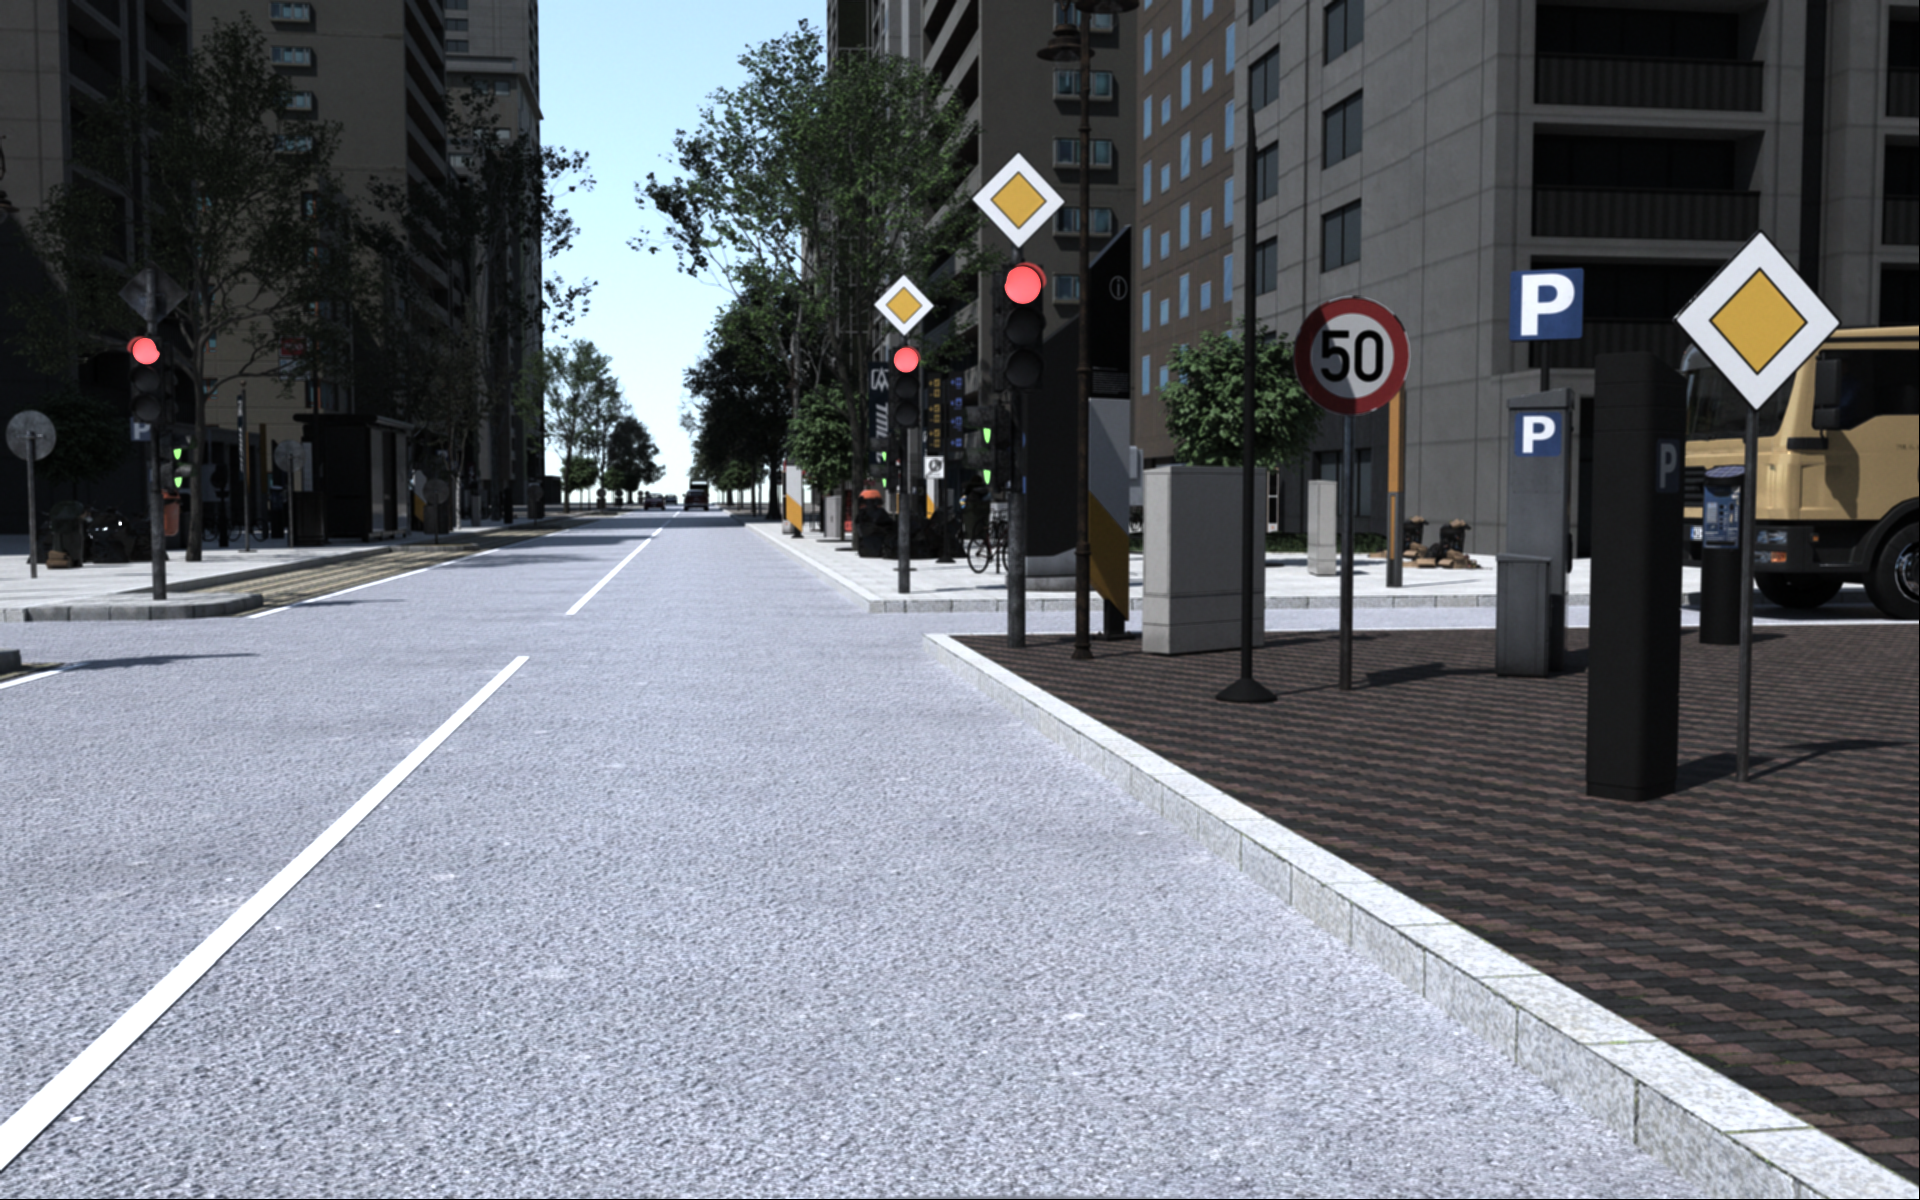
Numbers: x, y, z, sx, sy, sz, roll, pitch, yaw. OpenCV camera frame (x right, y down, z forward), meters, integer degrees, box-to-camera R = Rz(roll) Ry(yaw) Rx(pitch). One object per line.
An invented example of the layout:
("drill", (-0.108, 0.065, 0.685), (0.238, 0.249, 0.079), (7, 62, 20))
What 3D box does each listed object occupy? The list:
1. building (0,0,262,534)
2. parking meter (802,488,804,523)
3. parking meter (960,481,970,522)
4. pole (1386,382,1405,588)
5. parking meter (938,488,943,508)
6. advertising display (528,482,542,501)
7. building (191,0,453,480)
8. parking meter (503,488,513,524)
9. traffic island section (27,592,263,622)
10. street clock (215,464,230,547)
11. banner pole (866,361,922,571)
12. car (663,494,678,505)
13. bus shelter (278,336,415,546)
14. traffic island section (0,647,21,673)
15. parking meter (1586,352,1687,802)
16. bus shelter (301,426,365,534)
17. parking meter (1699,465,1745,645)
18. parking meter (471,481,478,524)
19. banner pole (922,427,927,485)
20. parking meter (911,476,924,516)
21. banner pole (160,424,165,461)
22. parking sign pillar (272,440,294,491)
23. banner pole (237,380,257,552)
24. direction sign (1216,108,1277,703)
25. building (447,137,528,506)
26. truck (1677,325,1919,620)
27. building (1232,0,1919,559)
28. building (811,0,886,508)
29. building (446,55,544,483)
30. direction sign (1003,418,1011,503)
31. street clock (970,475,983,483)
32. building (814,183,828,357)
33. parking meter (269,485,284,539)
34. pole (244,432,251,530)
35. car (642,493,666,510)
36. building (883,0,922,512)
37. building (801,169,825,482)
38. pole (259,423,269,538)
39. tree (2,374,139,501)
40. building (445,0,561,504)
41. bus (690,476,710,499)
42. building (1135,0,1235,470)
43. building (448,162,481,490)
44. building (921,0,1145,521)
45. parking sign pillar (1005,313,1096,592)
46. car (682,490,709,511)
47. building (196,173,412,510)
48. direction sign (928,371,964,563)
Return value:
("building", (-37.739, -38.159, 62.155), (20.563, 71.187, 20.611), (-1, 4, -9))
("parking meter", (-6.780, -3.962, 73.192), (0.372, 1.533, 0.369), (0, 3, 0))
("parking meter", (0.232, -4.238, 75.008), (0.399, 1.863, 0.255), (1, 4, 10))
("pole", (5.978, -1.829, 23.739), (0.158, 3.312, 0.155), (0, 3, 0))
("parking meter", (-0.890, -3.977, 73.443), (0.372, 1.533, 0.369), (0, 3, 0))
("advertising display", (-23.302, -5.490, 94.971), (0.974, 1.923, 0.123), (2, 4, 34))
("building", (-50.928, -30.974, 130.135), (21.300, 48.544, 21.600), (-1, 4, -9))
("parking meter", (-19.550, -4.068, 74.921), (0.372, 1.533, 0.369), (0, 3, 0))
("traffic island section", (-9.739, 0.076, 21.040), (2.009, 0.180, 2.903), (-1, 4, -9))
("street clock", (-17.843, -2.284, 41.916), (0.358, 2.002, 0.471), (-1, 4, -15))
("banner pole", (-1.145, -2.378, 28.902), (0.863, 3.779, 0.401), (-1, 4, -18))
("car", (-38.626, -13.407, 231.199), (2.014, 1.417, 4.499), (-1, 4, -9))
("bus shelter", (-16.500, -4.218, 46.591), (2.179, 5.291, 8.768), (-1, 4, -8))
("traffic island section", (-8.544, 0.559, 13.144), (2.009, 0.180, 2.903), (-1, 4, -9))
("parking meter", (2.875, -0.101, 7.357), (0.399, 1.863, 0.255), (-3, 5, -44))
("bus shelter", (-20.637, -4.107, 58.439), (1.731, 3.624, 6.357), (-1, 4, -9))
("parking meter", (6.561, -0.394, 14.850), (0.372, 1.533, 0.369), (0, 3, 0))
("parking meter", (-20.829, -4.198, 74.346), (0.255, 1.863, 0.399), (0, 4, -3))
("banner pole", (-1.184, -4.104, 57.110), (0.863, 3.779, 0.401), (3, 5, 41))
("parking meter", (-1.327, -2.986, 54.526), (0.255, 1.863, 0.399), (-2, 4, -35))
("banner pole", (-24.901, -3.914, 54.008), (0.863, 3.779, 0.401), (3, 4, 38))
("parking sign pillar", (-33.762, -5.989, 86.393), (1.447, 3.967, 1.447), (1, 4, 8))
("banner pole", (-15.921, -2.963, 38.462), (0.401, 3.779, 0.863), (-2, 4, -35))
("direction sign", (1.785, -1.143, 10.691), (0.379, 3.537, 0.876), (1, 4, 11))
("building", (-56.192, -31.138, 192.703), (14.154, 41.232, 14.086), (-1, 4, -9))
("truck", (12.828, -1.535, 21.020), (9.791, 3.379, 3.469), (-1, 4, -8))
("building", (20.025, -37.014, 43.429), (20.611, 71.187, 20.563), (-1, 4, -9))
("building", (-6.909, -46.889, 204.885), (20.563, 71.187, 20.611), (-1, 4, -9))
("building", (-66.357, -38.106, 212.265), (28.713, 52.752, 27.495), (-1, 4, -9))
("direction sign", (1.314, -3.643, 51.564), (0.379, 3.537, 0.876), (2, 4, 34))
("street clock", (0.629, -3.739, 65.703), (0.471, 2.002, 0.358), (0, 4, -7))
("building", (-11.797, -32.981, 222.833), (14.154, 41.232, 14.086), (-1, 4, -9))
("parking meter", (-19.721, -2.544, 50.005), (0.372, 1.533, 0.369), (0, 3, 0))
("pole", (-23.379, -3.850, 56.795), (0.158, 3.312, 0.155), (0, 3, 0))
("car", (-27.651, -9.040, 156.846), (2.155, 1.783, 4.494), (0, 4, -7))
("building", (4.961, -35.841, 128.005), (21.231, 58.520, 28.212), (-1, 4, -9))
("building", (-8.188, -40.047, 244.013), (28.713, 52.752, 27.495), (-1, 4, -9))
("pole", (-20.104, -3.436, 50.024), (0.158, 3.312, 0.155), (0, 3, 0))
("tree", (-24.447, -3.906, 47.571), (4.285, 4.588, 4.351), (0, 3, 0))
("building", (-65.674, -48.811, 236.315), (20.563, 71.187, 20.611), (-1, 4, -9))
("bus", (-36.044, -15.177, 239.688), (2.896, 3.916, 12.252), (0, 4, -8))
("building", (14.960, -25.256, 63.047), (14.600, 45.320, 14.200), (-1, 4, -9))
("building", (-49.654, -23.100, 149.382), (14.160, 30.474, 14.107), (-1, 4, -9))
("building", (9.916, -28.418, 88.333), (21.300, 48.544, 21.600), (-1, 4, -9))
("parking sign pillar", (1.330, -2.130, 23.297), (1.447, 3.967, 1.447), (-2, 4, -31))
("car", (-22.578, -8.533, 148.180), (2.281, 1.827, 5.304), (-1, 4, -10))
("building", (-50.244, -15.935, 105.574), (27.650, 21.520, 28.899), (-1, 4, -9))
("direction sign", (-0.267, -2.461, 32.234), (0.876, 3.537, 0.379), (3, 5, 41))
